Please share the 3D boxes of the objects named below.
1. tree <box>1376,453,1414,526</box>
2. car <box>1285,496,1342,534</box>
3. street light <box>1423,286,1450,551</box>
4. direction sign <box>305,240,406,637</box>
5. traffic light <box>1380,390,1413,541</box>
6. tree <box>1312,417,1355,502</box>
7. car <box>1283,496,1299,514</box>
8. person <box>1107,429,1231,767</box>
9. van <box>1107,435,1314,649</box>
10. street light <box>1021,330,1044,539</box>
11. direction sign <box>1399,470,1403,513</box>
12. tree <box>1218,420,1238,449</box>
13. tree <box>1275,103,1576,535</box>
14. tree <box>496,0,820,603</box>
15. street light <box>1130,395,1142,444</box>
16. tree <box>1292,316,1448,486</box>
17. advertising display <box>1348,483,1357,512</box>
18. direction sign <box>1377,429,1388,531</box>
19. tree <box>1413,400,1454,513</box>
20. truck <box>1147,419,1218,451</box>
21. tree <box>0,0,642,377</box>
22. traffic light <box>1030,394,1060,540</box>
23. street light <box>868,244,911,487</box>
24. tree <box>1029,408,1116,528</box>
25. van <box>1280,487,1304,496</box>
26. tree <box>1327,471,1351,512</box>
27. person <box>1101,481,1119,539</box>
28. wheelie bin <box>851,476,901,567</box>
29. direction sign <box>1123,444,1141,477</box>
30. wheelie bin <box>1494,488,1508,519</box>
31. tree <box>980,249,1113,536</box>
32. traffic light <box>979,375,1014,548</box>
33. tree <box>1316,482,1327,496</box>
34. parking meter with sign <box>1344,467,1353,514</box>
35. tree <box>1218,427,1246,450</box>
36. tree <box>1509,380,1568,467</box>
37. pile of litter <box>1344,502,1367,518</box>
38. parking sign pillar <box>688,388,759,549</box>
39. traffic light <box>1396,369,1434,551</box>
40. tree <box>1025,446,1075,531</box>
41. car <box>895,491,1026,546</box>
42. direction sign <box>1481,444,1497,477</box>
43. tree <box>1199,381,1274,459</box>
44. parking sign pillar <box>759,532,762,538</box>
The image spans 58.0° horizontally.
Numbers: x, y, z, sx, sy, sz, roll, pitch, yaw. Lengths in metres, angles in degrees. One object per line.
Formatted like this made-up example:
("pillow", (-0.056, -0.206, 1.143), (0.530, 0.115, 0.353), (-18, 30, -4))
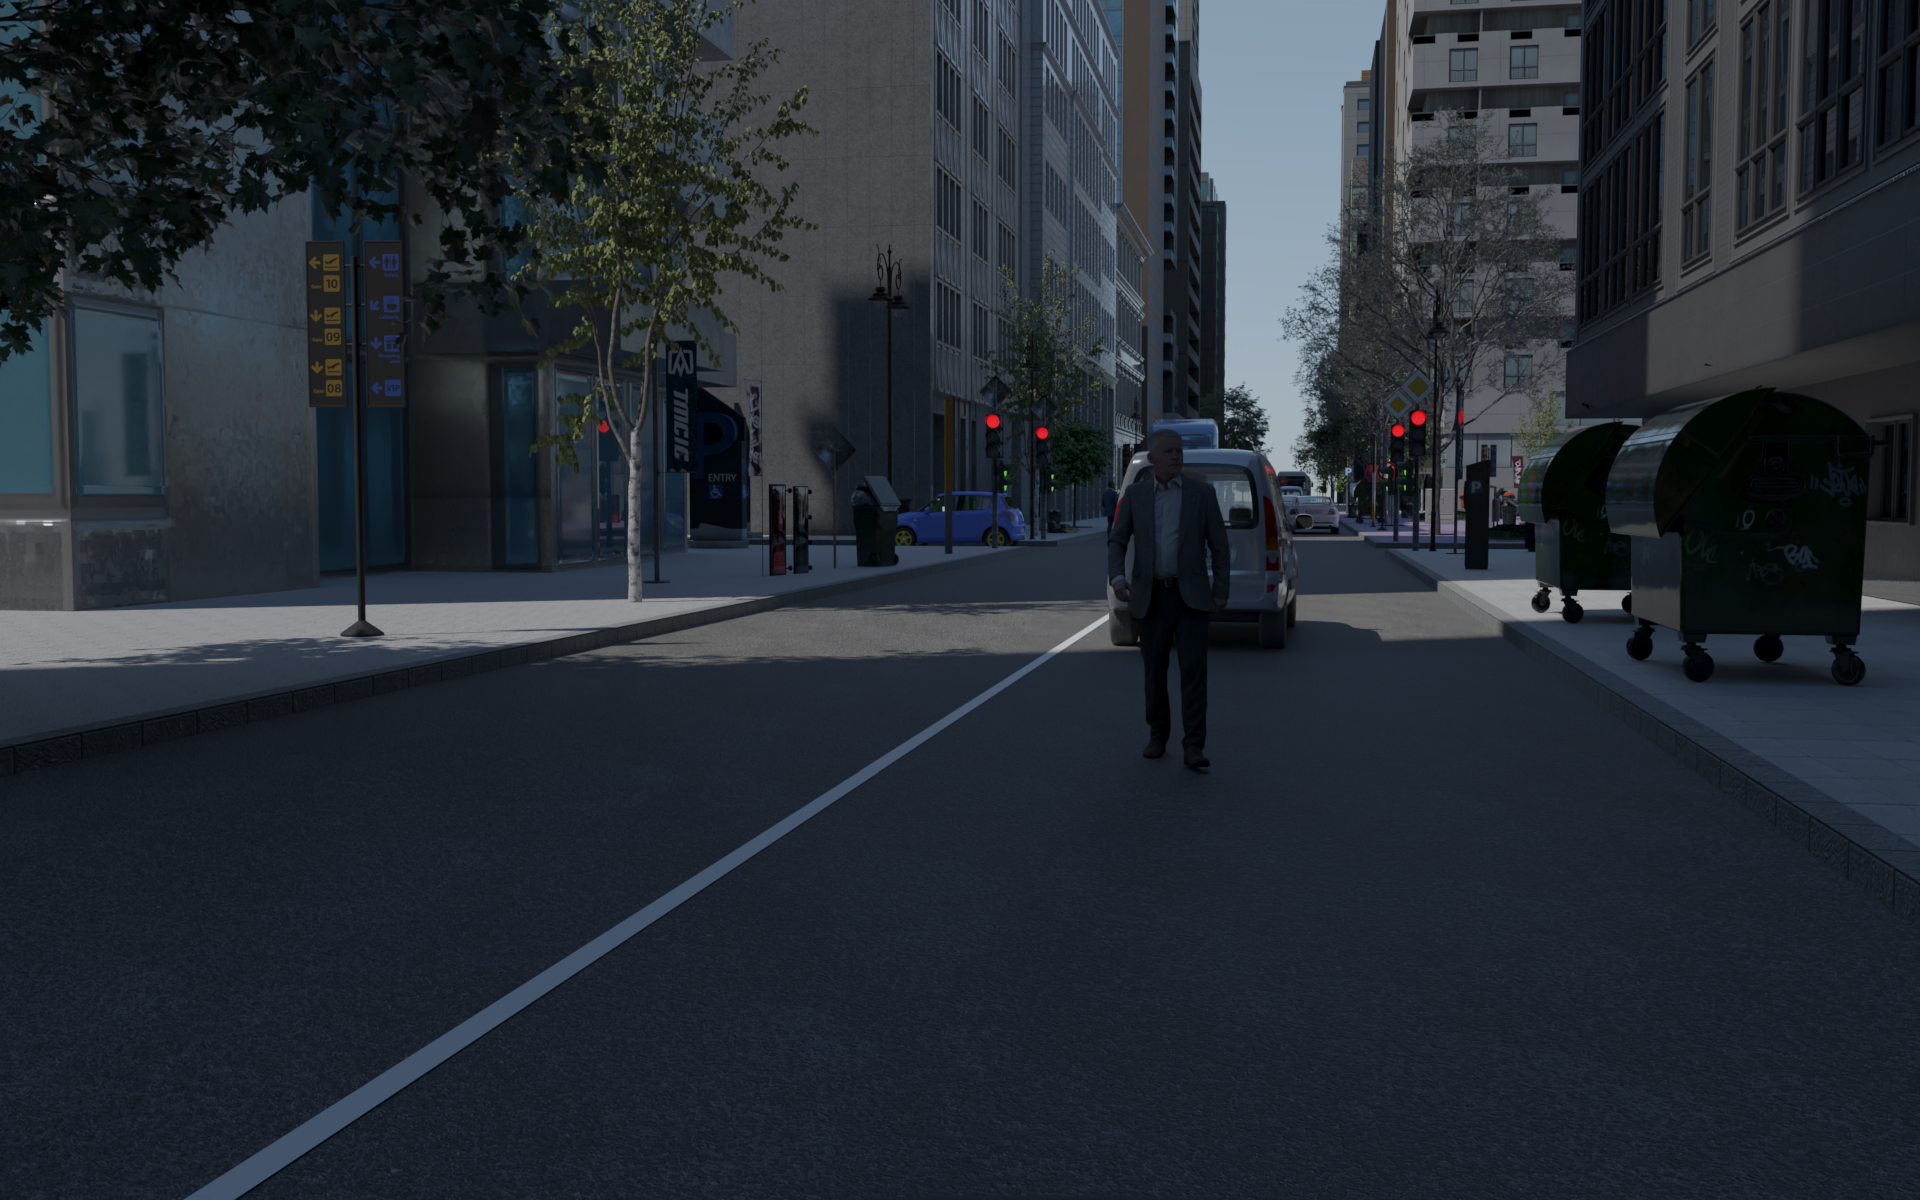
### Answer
("tree", (17.517, -4.594, 69.706), (1.663, 3.219, 1.824), (0, 3, 0))
("car", (12.917, -3.120, 63.370), (2.083, 1.381, 4.827), (1, 4, 11))
("street light", (10.586, -4.026, 38.607), (0.468, 5.910, 1.993), (1, 4, 11))
("direction sign", (-5.415, -1.443, 15.583), (0.876, 3.537, 0.379), (0, 4, 3))
("traffic light", (11.808, -3.545, 46.874), (0.839, 4.253, 0.868), (1, 4, 11))
("tree", (33.562, -12.546, 155.495), (4.360, 8.622, 3.978), (0, 3, 0))
("car", (14.724, -3.998, 77.736), (2.083, 1.381, 4.827), (1, 4, 12))
("person", (1.120, -0.018, 9.193), (0.661, 1.777, 0.834), (0, 4, 0))
("van", (2.542, -0.645, 17.561), (2.013, 2.044, 4.112), (1, 4, 13))
("street light", (2.045, -4.662, 49.004), (0.468, 5.910, 1.993), (1, 4, 11))
("direction sign", (30.139, -7.784, 119.269), (0.876, 3.537, 0.379), (-1, 4, -13))
("tree", (25.668, -13.536, 171.682), (4.360, 8.622, 3.978), (0, 3, 0))
("tree", (15.026, -8.778, 53.884), (12.009, 13.543, 11.850), (0, 3, 0))
("tree", (-3.799, -4.291, 20.527), (4.737, 8.622, 4.395), (0, 3, 0))
("street light", (8.240, -6.624, 81.093), (0.468, 5.910, 1.993), (1, 4, 11))
("tree", (25.337, -11.621, 107.009), (9.611, 12.733, 9.660), (0, 3, 0))
("advertising display", (22.117, -5.599, 96.752), (0.974, 1.923, 0.123), (-1, 4, -23))
("direction sign", (14.880, -4.216, 60.926), (0.379, 3.537, 0.876), (2, 4, 30))
("tree", (30.369, -10.041, 114.534), (4.360, 8.622, 3.978), (0, 3, 0))
("truck", (8.992, -4.782, 67.940), (2.967, 4.110, 18.799), (1, 4, 9))
("tree", (-6.551, -5.642, 9.259), (9.611, 12.733, 9.660), (0, 3, 0))
("traffic light", (2.370, -3.656, 48.691), (0.839, 4.253, 0.868), (1, 4, 11))
("street light", (-1.306, -3.637, 32.250), (0.468, 5.910, 1.993), (1, 4, 11))
("tree", (4.306, -5.054, 66.341), (4.285, 4.588, 4.351), (0, 3, 0))
("van", (18.890, -5.619, 98.886), (2.013, 2.044, 4.112), (1, 4, 12))
("tree", (27.882, -7.991, 125.250), (1.663, 3.219, 1.824), (0, 3, 0))
("person", (4.279, -2.432, 48.444), (0.721, 1.800, 0.419), (3, 5, 41))
("wheelie bin", (-1.524, -1.397, 30.752), (0.693, 1.594, 0.980), (2, 4, 33))
("direction sign", (7.713, -5.248, 77.808), (0.876, 3.537, 0.379), (2, 4, 29))
("wheelie bin", (28.143, -5.022, 90.018), (0.693, 1.594, 0.980), (0, 4, 1))
("tree", (2.459, -6.283, 53.085), (4.737, 8.622, 4.395), (0, 3, 0))
("traffic light", (0.842, -3.176, 40.853), (0.839, 4.253, 0.868), (1, 4, 11))
("tree", (47.059, -14.032, 224.024), (1.663, 3.219, 1.824), (0, 3, 0))
("parking meter with sign", (25.760, -7.212, 114.184), (0.543, 3.016, 1.738), (2, 4, 24))
("tree", (28.478, -14.375, 185.399), (4.737, 8.622, 4.395), (0, 3, 0))
("tree", (37.166, -9.806, 110.694), (4.737, 8.622, 4.395), (0, 3, 0))
("pile of litter", (21.246, -4.833, 92.981), (1.176, 0.858, 1.719), (0, 4, 7))
("parking sign pillar", (-5.758, -3.225, 41.198), (1.447, 3.967, 1.447), (1, 4, 9))
("traffic light", (10.279, -3.065, 39.036), (0.839, 4.253, 0.868), (1, 4, 11))
("tree", (3.095, -4.044, 60.717), (1.663, 3.219, 1.824), (0, 3, 0))
("car", (-0.181, -2.120, 44.260), (3.694, 1.707, 1.945), (1, 4, 12))
("direction sign", (24.155, -5.333, 79.185), (0.876, 3.537, 0.379), (-2, 4, -24))
("tree", (30.356, -17.630, 194.897), (9.857, 13.997, 8.962), (0, 3, 0))
("parking sign pillar", (-6.478, -3.795, 50.515), (1.447, 3.967, 1.447), (-1, 4, -21))
